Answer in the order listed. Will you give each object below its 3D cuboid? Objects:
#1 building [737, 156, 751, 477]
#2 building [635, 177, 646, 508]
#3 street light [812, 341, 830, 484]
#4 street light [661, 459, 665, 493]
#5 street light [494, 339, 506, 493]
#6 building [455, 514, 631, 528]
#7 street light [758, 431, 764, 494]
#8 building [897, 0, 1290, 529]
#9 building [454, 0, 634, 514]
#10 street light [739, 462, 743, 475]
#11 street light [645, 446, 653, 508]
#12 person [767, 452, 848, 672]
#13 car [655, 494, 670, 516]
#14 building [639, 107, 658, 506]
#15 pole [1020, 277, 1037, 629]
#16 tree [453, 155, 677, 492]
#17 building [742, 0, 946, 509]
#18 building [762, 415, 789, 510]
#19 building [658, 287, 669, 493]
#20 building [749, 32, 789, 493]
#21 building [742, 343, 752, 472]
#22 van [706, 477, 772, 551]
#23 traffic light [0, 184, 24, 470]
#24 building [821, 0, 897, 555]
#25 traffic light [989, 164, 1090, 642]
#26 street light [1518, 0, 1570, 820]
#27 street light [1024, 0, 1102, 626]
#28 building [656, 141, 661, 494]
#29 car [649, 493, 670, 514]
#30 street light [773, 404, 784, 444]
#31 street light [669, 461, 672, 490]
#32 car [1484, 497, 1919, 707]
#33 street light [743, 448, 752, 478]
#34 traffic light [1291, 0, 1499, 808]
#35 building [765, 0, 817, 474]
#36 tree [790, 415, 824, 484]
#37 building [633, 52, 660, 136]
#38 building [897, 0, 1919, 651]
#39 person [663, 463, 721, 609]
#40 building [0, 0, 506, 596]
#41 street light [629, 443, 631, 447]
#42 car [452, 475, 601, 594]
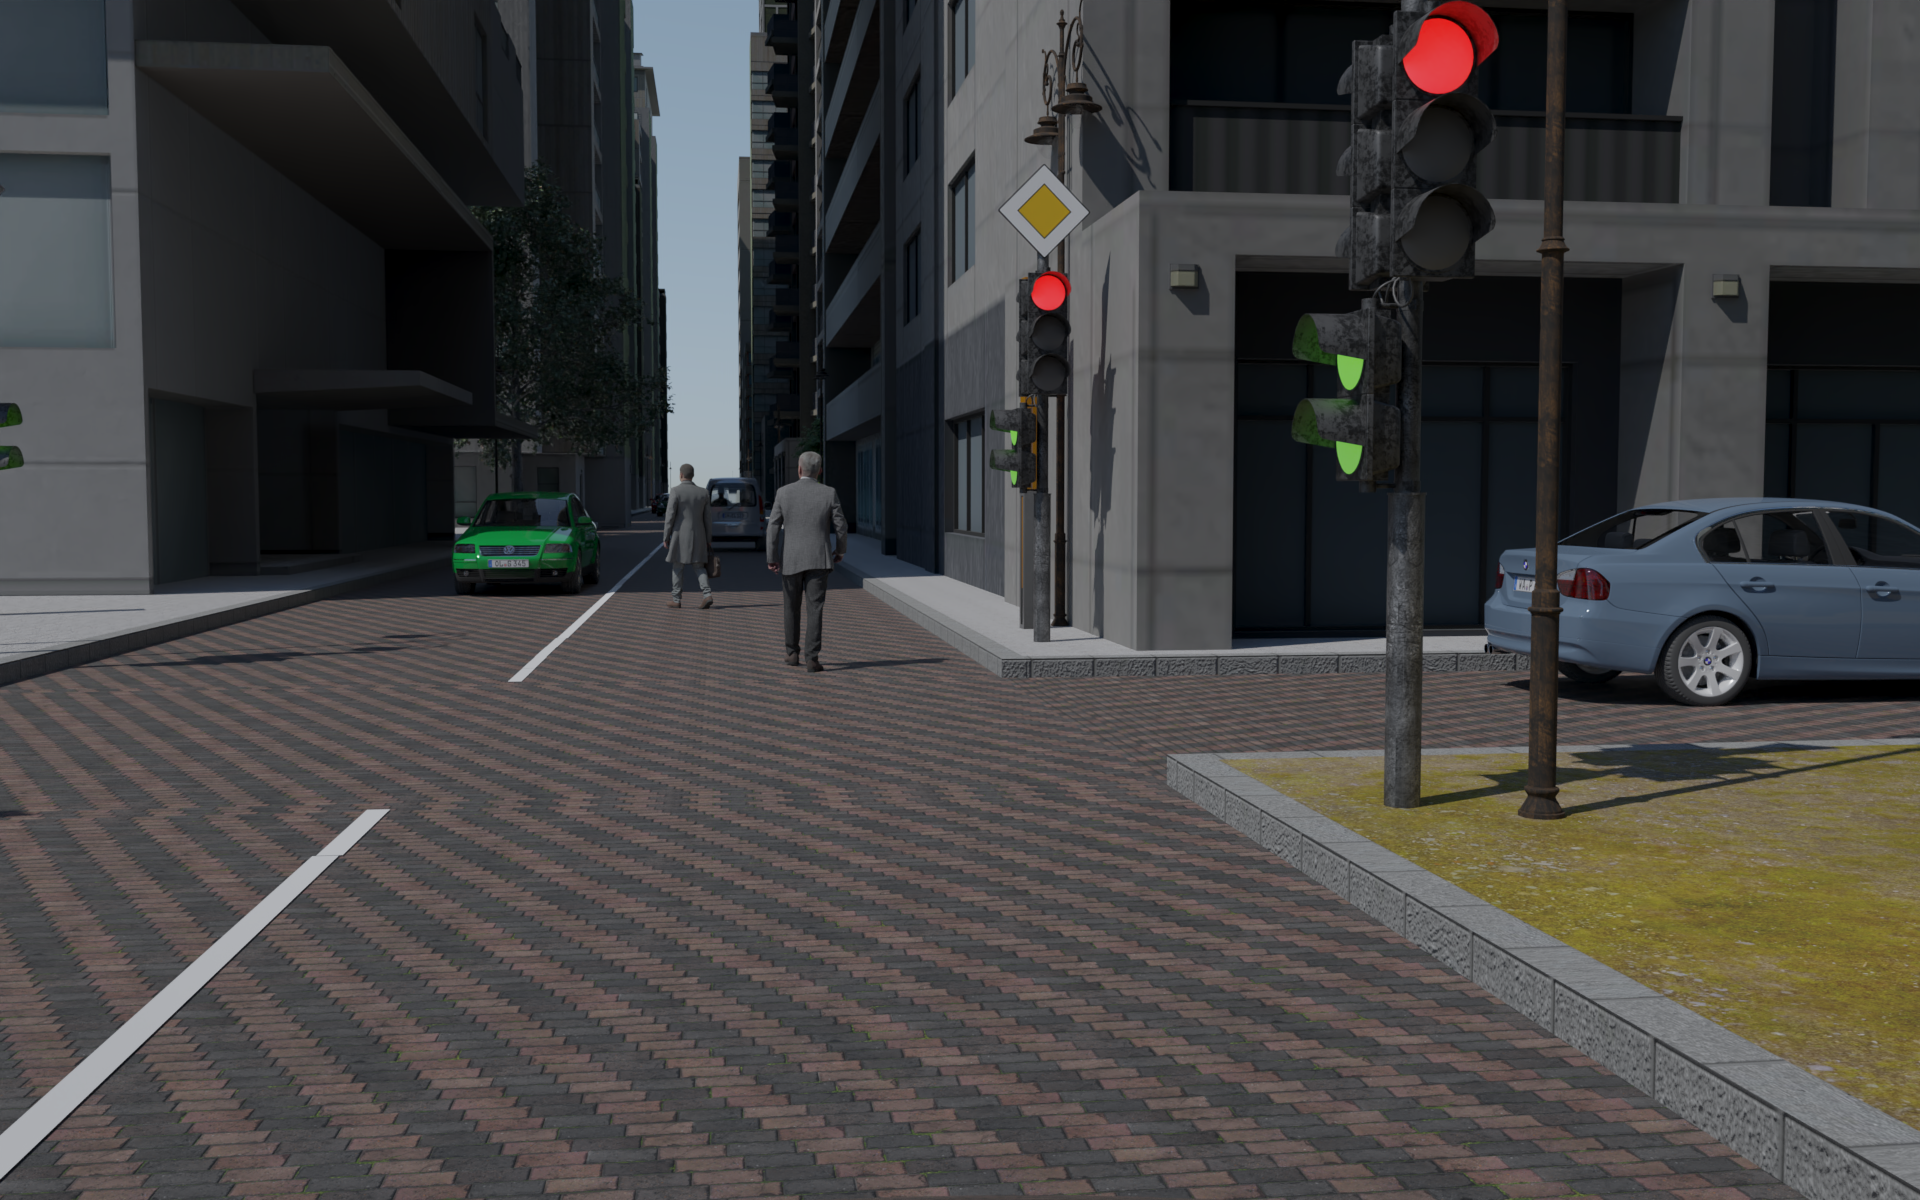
[{"bbox_3d":[-19.573,-37.553,237.700,21.300,48.544,21.600,0,4,-8],"label":"building"},{"bbox_3d":[-34.868,-23.156,150.304,14.160,30.474,14.107,0,4,-8],"label":"building"},{"bbox_3d":[-4.207,-4.879,52.558,0.468,5.910,1.993,0,4,-8],"label":"street light"},{"bbox_3d":[-35.743,-14.428,208.690,0.468,5.910,1.993,0,4,-8],"label":"street light"},{"bbox_3d":[-13.483,-4.742,50.321,0.468,5.910,1.993,0,4,-8],"label":"street light"},{"bbox_3d":[-21.060,-23.657,70.380,14.154,41.232,14.086,0,4,-8],"label":"building"},{"bbox_3d":[-14.654,-9.456,127.394,0.468,5.910,1.993,0,4,-8],"label":"street light"},{"bbox_3d":[1.892,-39.205,79.248,20.563,71.187,20.611,0,4,-8],"label":"building"},{"bbox_3d":[-32.744,-27.634,135.405,14.154,41.232,14.086,0,4,-8],"label":"building"},{"bbox_3d":[-26.434,-14.578,211.141,0.468,5.910,1.993,0,4,-8],"label":"street light"},{"bbox_3d":[-29.286,-11.593,162.328,0.468,5.910,1.993,0,4,-8],"label":"street light"},{"bbox_3d":[-1.263,-0.328,14.260,0.661,1.777,0.834,-1,4,-9],"label":"person"},{"bbox_3d":[-18.687,-6.154,112.412,2.131,1.459,4.920,0,4,-7],"label":"car"},{"bbox_3d":[-38.757,-30.185,177.115,14.154,41.232,14.086,0,4,-8],"label":"building"},{"bbox_3d":[0.663,-1.381,16.420,0.158,3.312,0.155,0,3,0],"label":"pole"},{"bbox_3d":[-14.818,-8.617,57.901,9.611,12.733,9.660,0,3,0],"label":"tree"},{"bbox_3d":[-13.355,-45.821,187.419,20.563,71.187,20.611,0,4,-8],"label":"building"},{"bbox_3d":[-4.125,-50.313,135.285,22.319,86.520,31.000,0,4,-8],"label":"building"},{"bbox_3d":[-46.693,-28.227,233.208,14.160,30.474,14.107,0,4,-8],"label":"building"},{"bbox_3d":[-12.067,-29.033,158.277,14.154,41.232,14.086,0,4,-8],"label":"building"},{"bbox_3d":[-12.773,-22.564,213.966,27.650,21.520,28.899,0,4,-8],"label":"building"},{"bbox_3d":[-5.857,-2.304,44.676,2.013,2.044,4.112,0,4,-8],"label":"van"},{"bbox_3d":[-7.932,-1.516,13.706,0.839,4.253,0.868,0,4,-8],"label":"traffic light"},{"bbox_3d":[7.528,-25.862,46.548,21.300,48.544,21.600,0,4,-8],"label":"building"},{"bbox_3d":[0.693,-1.591,14.928,0.839,4.253,0.868,0,4,-8],"label":"traffic light"},{"bbox_3d":[2.317,-2.076,6.725,0.468,5.910,1.993,0,4,-8],"label":"street light"},{"bbox_3d":[0.973,-2.686,16.697,0.468,5.910,1.993,0,4,-8],"label":"street light"},{"bbox_3d":[-40.559,-31.045,191.177,14.154,41.232,14.086,0,4,-8],"label":"building"},{"bbox_3d":[-21.885,-7.292,128.265,2.155,1.783,4.494,0,4,-7],"label":"car"},{"bbox_3d":[-9.521,-7.251,91.337,0.468,5.910,1.993,0,4,-8],"label":"street light"},{"bbox_3d":[-40.910,-16.642,244.888,0.468,5.910,1.993,0,4,-8],"label":"street light"},{"bbox_3d":[6.163,-0.039,12.640,4.499,1.417,2.014,-1,4,-8],"label":"car"},{"bbox_3d":[-21.387,-12.384,175.262,0.468,5.910,1.993,0,4,-8],"label":"street light"},{"bbox_3d":[1.802,-1.107,7.020,0.839,4.253,0.868,0,4,-8],"label":"traffic light"},{"bbox_3d":[-0.665,-27.641,106.561,22.147,44.769,28.867,0,4,-8],"label":"building"},{"bbox_3d":[-4.337,-4.749,61.357,4.285,4.588,4.351,0,3,0],"label":"tree"},{"bbox_3d":[-51.085,-37.986,210.308,28.713,52.752,27.495,0,4,-8],"label":"building"},{"bbox_3d":[10.233,-35.795,23.499,20.611,71.187,20.563,0,4,-8],"label":"building"},{"bbox_3d":[-3.391,-0.798,21.648,0.694,1.812,0.767,-3,4,-37],"label":"person"},{"bbox_3d":[-22.954,-27.016,30.950,28.713,52.752,27.495,0,4,-8],"label":"building"},{"bbox_3d":[-24.234,-9.396,126.412,0.468,5.910,1.993,0,4,-8],"label":"street light"},{"bbox_3d":[-6.496,-1.064,26.196,1.959,1.807,4.718,0,4,-6],"label":"car"}]
